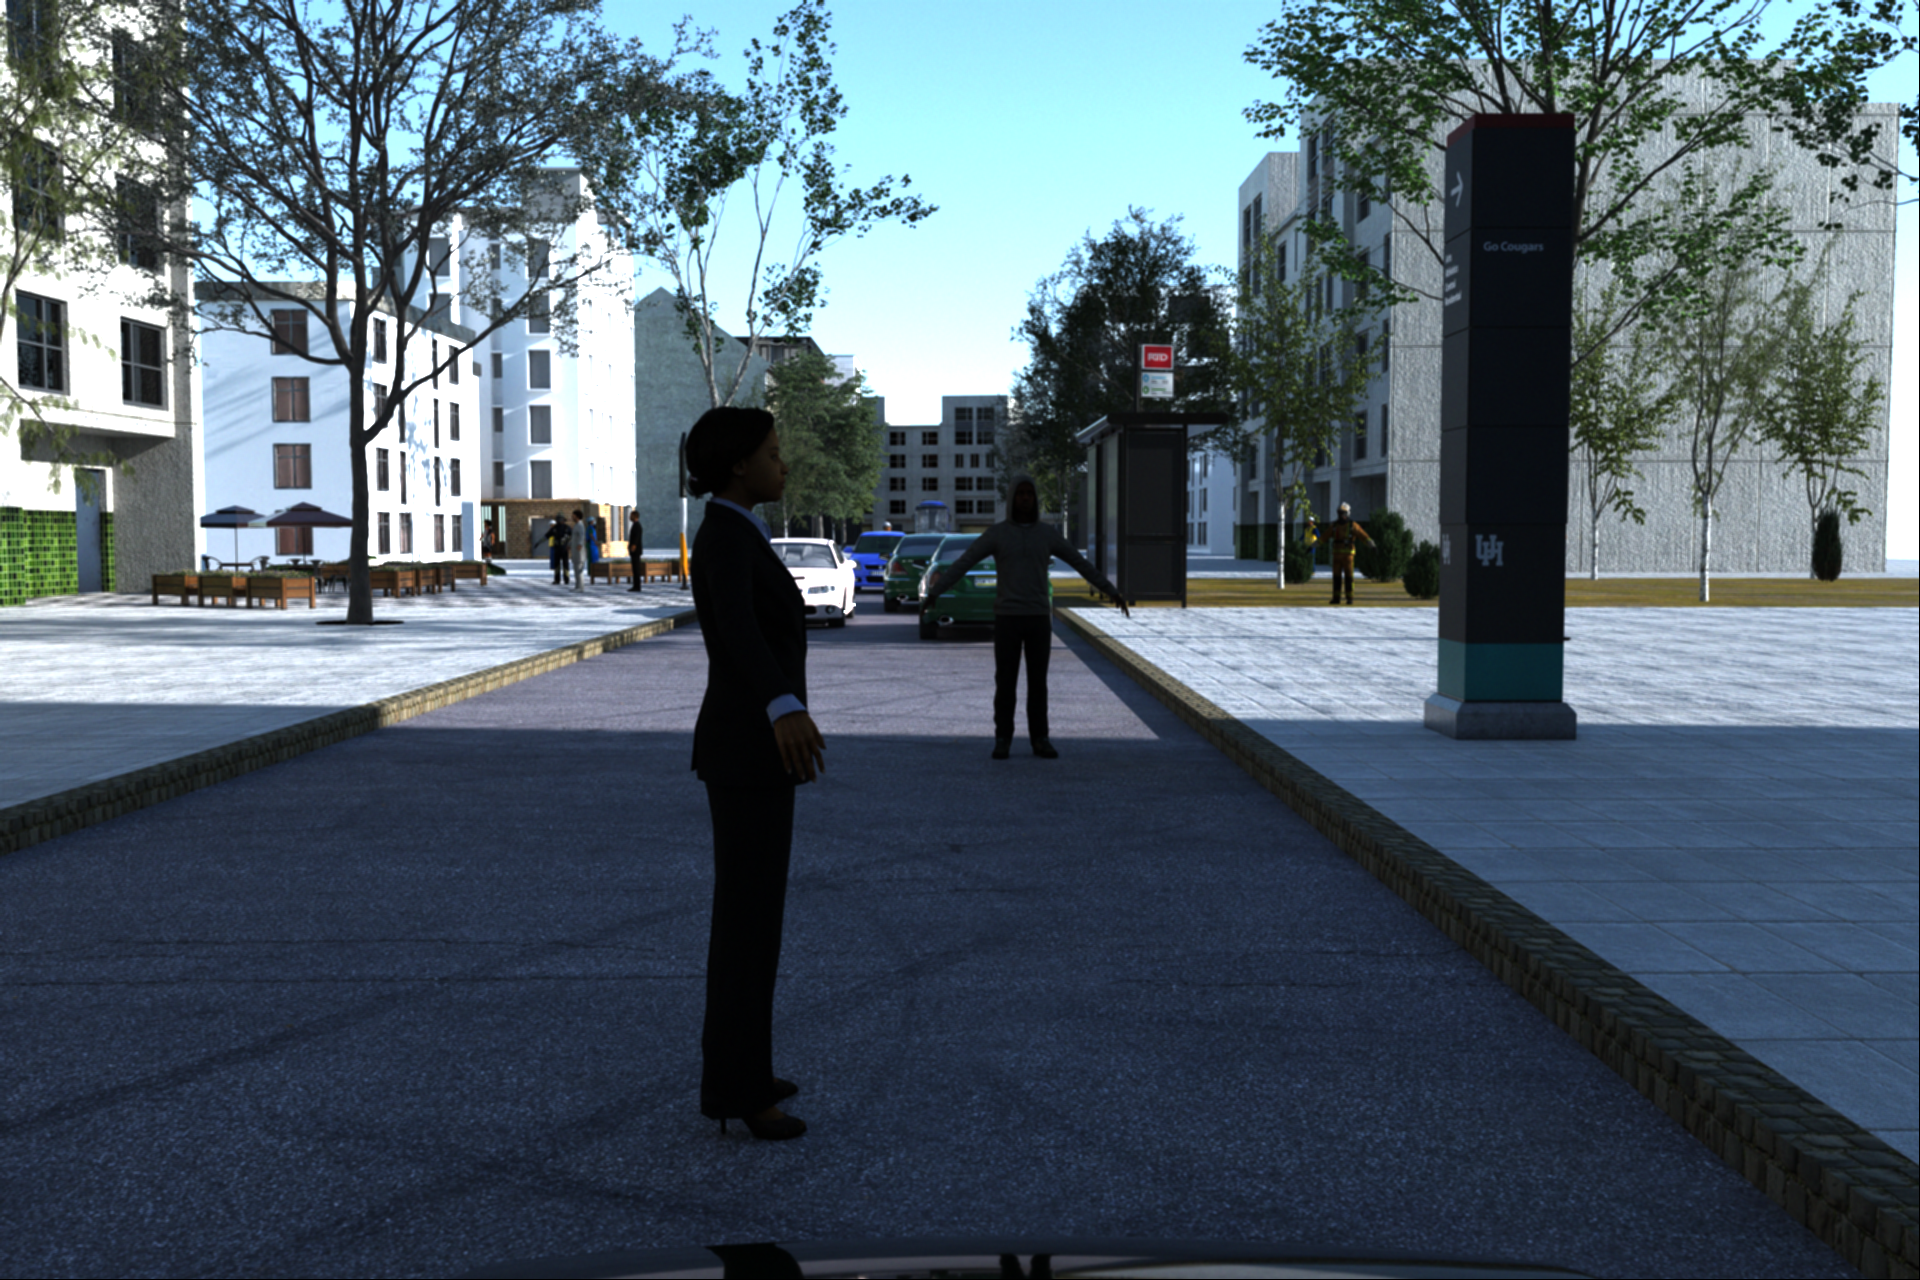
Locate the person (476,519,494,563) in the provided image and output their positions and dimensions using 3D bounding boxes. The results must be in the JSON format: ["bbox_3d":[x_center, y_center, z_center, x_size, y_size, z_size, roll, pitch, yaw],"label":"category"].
[{"bbox_3d":[-17.559,-3.554,64.249,0.704,1.843,1.345,-3,5,-41],"label":"person"}]

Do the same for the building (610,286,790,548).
[{"bbox_3d":[-26.351,-20.313,163.044,19.493,23.208,18.063,0,4,1],"label":"building"}]

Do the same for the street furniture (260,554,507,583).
[{"bbox_3d":[-16.487,-2.097,49.911,5.734,0.657,10.072,0,4,2],"label":"street furniture"}]

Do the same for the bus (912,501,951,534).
[{"bbox_3d":[-2.081,-8.586,131.929,2.896,3.916,12.251,0,3,0],"label":"bus"}]

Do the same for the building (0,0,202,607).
[{"bbox_3d":[-25.267,-9.533,22.328,16.747,18.905,31.486,0,3,0],"label":"building"}]

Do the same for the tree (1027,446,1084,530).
[{"bbox_3d":[6.540,-10.177,116.760,4.737,8.622,4.395,0,3,0],"label":"tree"}]

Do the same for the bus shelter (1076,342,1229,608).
[{"bbox_3d":[3.500,-3.452,34.064,2.179,5.291,8.768,0,4,-1],"label":"bus shelter"}]

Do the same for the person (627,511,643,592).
[{"bbox_3d":[-7.280,-1.986,38.701,0.704,1.802,1.346,-1,4,-14],"label":"person"}]

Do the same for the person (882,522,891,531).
[{"bbox_3d":[-1.951,-2.409,48.312,0.721,1.772,1.216,0,4,-3],"label":"person"}]

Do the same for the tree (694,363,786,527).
[{"bbox_3d":[-9.426,-7.612,74.818,4.360,8.622,3.978,0,3,0],"label":"tree"}]

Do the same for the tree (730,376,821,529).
[{"bbox_3d":[-9.344,-8.018,81.459,4.360,8.622,3.978,0,3,0],"label":"tree"}]

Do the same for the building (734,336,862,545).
[{"bbox_3d":[-25.931,-21.500,195.506,27.936,21.610,32.646,0,3,0],"label":"building"}]

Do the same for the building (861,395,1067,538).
[{"bbox_3d":[-0.984,-21.945,227.707,31.486,18.905,16.747,1,4,9],"label":"building"}]

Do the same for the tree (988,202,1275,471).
[{"bbox_3d":[6.572,-9.373,63.623,12.009,13.543,11.850,0,3,0],"label":"tree"}]

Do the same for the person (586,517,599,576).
[{"bbox_3d":[-11.258,-2.868,53.016,0.704,1.817,1.347,-1,4,-19],"label":"person"}]

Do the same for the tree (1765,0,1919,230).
[{"bbox_3d":[23.725,-11.056,36.655,12.611,20.169,13.585,0,3,0],"label":"tree"}]

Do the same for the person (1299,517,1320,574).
[{"bbox_3d":[10.951,-2.956,54.302,0.705,1.833,1.349,-1,4,-21],"label":"person"}]

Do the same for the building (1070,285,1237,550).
[{"bbox_3d":[23.796,-19.244,158.622,27.936,21.610,32.646,0,3,0],"label":"building"}]

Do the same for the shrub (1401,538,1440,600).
[{"bbox_3d":[9.124,-1.393,33.898,1.383,1.207,1.383,0,3,0],"label":"shrub"}]

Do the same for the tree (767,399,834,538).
[{"bbox_3d":[-9.752,-8.839,94.888,4.360,8.622,3.978,0,3,0],"label":"tree"}]

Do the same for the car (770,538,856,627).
[{"bbox_3d":[-2.707,-0.967,28.166,2.083,1.381,4.827,0,4,-1],"label":"car"}]

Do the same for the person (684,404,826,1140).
[{"bbox_3d":[-0.444,0.303,4.223,0.721,1.740,1.216,-1,4,-9],"label":"person"}]

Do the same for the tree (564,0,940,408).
[{"bbox_3d":[-7.492,-12.547,61.036,12.611,20.169,13.585,0,3,0],"label":"tree"}]

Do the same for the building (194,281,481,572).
[{"bbox_3d":[-24.537,-7.924,71.709,9.099,9.664,28.070,0,4,0],"label":"building"}]

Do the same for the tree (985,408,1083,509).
[{"bbox_3d":[5.625,-11.793,127.226,7.601,10.594,8.767,1,4,19],"label":"tree"}]

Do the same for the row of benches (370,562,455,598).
[{"bbox_3d":[-11.559,-1.289,36.532,1.422,0.672,4.104,0,3,0],"label":"row of benches"}]

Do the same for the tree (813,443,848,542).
[{"bbox_3d":[-9.275,-10.955,129.481,4.360,8.622,3.978,0,3,0],"label":"tree"}]

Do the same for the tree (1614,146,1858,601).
[{"bbox_3d":[14.007,-5.049,32.920,4.360,8.622,3.978,0,3,0],"label":"tree"}]

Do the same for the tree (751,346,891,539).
[{"bbox_3d":[-9.474,-12.818,116.230,9.857,13.997,8.962,0,3,0],"label":"tree"}]

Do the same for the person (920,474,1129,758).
[{"bbox_3d":[0.407,-0.155,11.116,1.348,1.813,0.705,0,4,-7],"label":"person"}]

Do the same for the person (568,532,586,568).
[{"bbox_3d":[-14.482,-3.638,65.755,1.348,1.796,0.705,3,5,41],"label":"person"}]

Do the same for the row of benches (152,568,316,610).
[{"bbox_3d":[-12.819,-0.925,30.581,4.104,0.672,1.422,2,4,35],"label":"row of benches"}]

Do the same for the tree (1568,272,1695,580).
[{"bbox_3d":[17.957,-5.986,48.240,4.737,8.622,4.395,0,3,0],"label":"tree"}]

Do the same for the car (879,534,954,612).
[{"bbox_3d":[-0.510,-1.310,33.222,2.131,1.459,4.920,0,4,-1],"label":"car"}]

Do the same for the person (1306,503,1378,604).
[{"bbox_3d":[7.003,-1.585,31.677,1.354,1.858,0.705,2,4,31],"label":"person"}]

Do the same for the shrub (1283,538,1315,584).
[{"bbox_3d":[8.680,-2.047,44.593,1.383,1.207,1.383,0,3,0],"label":"shrub"}]

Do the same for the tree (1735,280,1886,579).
[{"bbox_3d":[24.460,-6.063,49.493,4.737,8.622,4.395,0,3,0],"label":"tree"}]

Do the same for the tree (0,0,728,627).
[{"bbox_3d":[-8.432,-6.971,24.345,12.009,13.543,11.850,0,3,0],"label":"tree"}]

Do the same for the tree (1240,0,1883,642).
[{"bbox_3d":[6.888,-5.798,20.546,9.928,11.665,9.643,0,3,0],"label":"tree"}]

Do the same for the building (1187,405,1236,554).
[{"bbox_3d":[20.567,-10.340,111.206,9.099,9.664,28.070,0,3,0],"label":"building"}]

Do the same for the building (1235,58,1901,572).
[{"bbox_3d":[22.633,-12.647,73.237,16.747,18.905,31.486,0,4,0],"label":"building"}]

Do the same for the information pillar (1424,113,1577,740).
[{"bbox_3d":[3.466,-1.325,11.049,0.750,3.857,0.750,0,3,0],"label":"information pillar"}]

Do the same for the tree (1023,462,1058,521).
[{"bbox_3d":[6.207,-11.374,136.325,4.737,8.622,4.395,0,3,0],"label":"tree"}]

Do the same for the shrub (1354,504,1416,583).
[{"bbox_3d":[11.189,-2.544,45.640,1.661,2.075,1.752,0,3,0],"label":"shrub"}]

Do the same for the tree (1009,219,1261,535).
[{"bbox_3d":[5.500,-7.165,51.562,7.601,10.594,8.767,2,4,26],"label":"tree"}]

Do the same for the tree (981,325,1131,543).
[{"bbox_3d":[6.160,-11.576,99.643,12.009,13.543,11.850,0,3,0],"label":"tree"}]

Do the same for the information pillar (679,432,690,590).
[{"bbox_3d":[-6.342,-2.957,39.700,0.183,3.616,0.504,0,3,0],"label":"information pillar"}]

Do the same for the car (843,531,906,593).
[{"bbox_3d":[-1.899,-2.041,42.961,1.945,1.707,3.694,0,4,-1],"label":"car"}]

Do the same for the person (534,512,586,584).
[{"bbox_3d":[-10.235,-2.363,44.414,1.354,1.856,0.705,0,4,6],"label":"person"}]

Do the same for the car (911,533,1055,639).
[{"bbox_3d":[0.343,-0.809,25.028,2.131,1.459,4.920,0,3,0],"label":"car"}]

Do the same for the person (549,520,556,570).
[{"bbox_3d":[-14.426,-3.383,61.777,0.721,1.772,1.216,-2,4,-33],"label":"person"}]

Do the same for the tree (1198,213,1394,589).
[{"bbox_3d":[7.785,-5.514,40.514,4.737,8.622,4.395,0,3,0],"label":"tree"}]

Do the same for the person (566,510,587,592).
[{"bbox_3d":[-8.501,-1.971,38.418,0.705,1.806,1.347,-1,4,-23],"label":"person"}]

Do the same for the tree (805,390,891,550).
[{"bbox_3d":[-9.296,-13.346,136.342,7.486,12.596,7.792,0,3,0],"label":"tree"}]

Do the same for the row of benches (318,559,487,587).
[{"bbox_3d":[-13.675,-1.675,42.842,4.104,0.672,1.422,0,4,-7],"label":"row of benches"}]

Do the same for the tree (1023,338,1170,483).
[{"bbox_3d":[6.408,-8.829,78.772,8.767,10.594,7.601,2,4,32],"label":"tree"}]

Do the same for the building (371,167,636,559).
[{"bbox_3d":[-24.434,-14.328,90.682,16.016,20.090,11.380,0,4,1],"label":"building"}]

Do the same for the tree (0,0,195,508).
[{"bbox_3d":[-9.049,-3.953,14.986,4.360,8.622,3.978,0,3,0],"label":"tree"}]

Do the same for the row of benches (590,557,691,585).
[{"bbox_3d":[-8.126,-1.842,45.579,1.422,0.672,4.104,2,4,29],"label":"row of benches"}]
